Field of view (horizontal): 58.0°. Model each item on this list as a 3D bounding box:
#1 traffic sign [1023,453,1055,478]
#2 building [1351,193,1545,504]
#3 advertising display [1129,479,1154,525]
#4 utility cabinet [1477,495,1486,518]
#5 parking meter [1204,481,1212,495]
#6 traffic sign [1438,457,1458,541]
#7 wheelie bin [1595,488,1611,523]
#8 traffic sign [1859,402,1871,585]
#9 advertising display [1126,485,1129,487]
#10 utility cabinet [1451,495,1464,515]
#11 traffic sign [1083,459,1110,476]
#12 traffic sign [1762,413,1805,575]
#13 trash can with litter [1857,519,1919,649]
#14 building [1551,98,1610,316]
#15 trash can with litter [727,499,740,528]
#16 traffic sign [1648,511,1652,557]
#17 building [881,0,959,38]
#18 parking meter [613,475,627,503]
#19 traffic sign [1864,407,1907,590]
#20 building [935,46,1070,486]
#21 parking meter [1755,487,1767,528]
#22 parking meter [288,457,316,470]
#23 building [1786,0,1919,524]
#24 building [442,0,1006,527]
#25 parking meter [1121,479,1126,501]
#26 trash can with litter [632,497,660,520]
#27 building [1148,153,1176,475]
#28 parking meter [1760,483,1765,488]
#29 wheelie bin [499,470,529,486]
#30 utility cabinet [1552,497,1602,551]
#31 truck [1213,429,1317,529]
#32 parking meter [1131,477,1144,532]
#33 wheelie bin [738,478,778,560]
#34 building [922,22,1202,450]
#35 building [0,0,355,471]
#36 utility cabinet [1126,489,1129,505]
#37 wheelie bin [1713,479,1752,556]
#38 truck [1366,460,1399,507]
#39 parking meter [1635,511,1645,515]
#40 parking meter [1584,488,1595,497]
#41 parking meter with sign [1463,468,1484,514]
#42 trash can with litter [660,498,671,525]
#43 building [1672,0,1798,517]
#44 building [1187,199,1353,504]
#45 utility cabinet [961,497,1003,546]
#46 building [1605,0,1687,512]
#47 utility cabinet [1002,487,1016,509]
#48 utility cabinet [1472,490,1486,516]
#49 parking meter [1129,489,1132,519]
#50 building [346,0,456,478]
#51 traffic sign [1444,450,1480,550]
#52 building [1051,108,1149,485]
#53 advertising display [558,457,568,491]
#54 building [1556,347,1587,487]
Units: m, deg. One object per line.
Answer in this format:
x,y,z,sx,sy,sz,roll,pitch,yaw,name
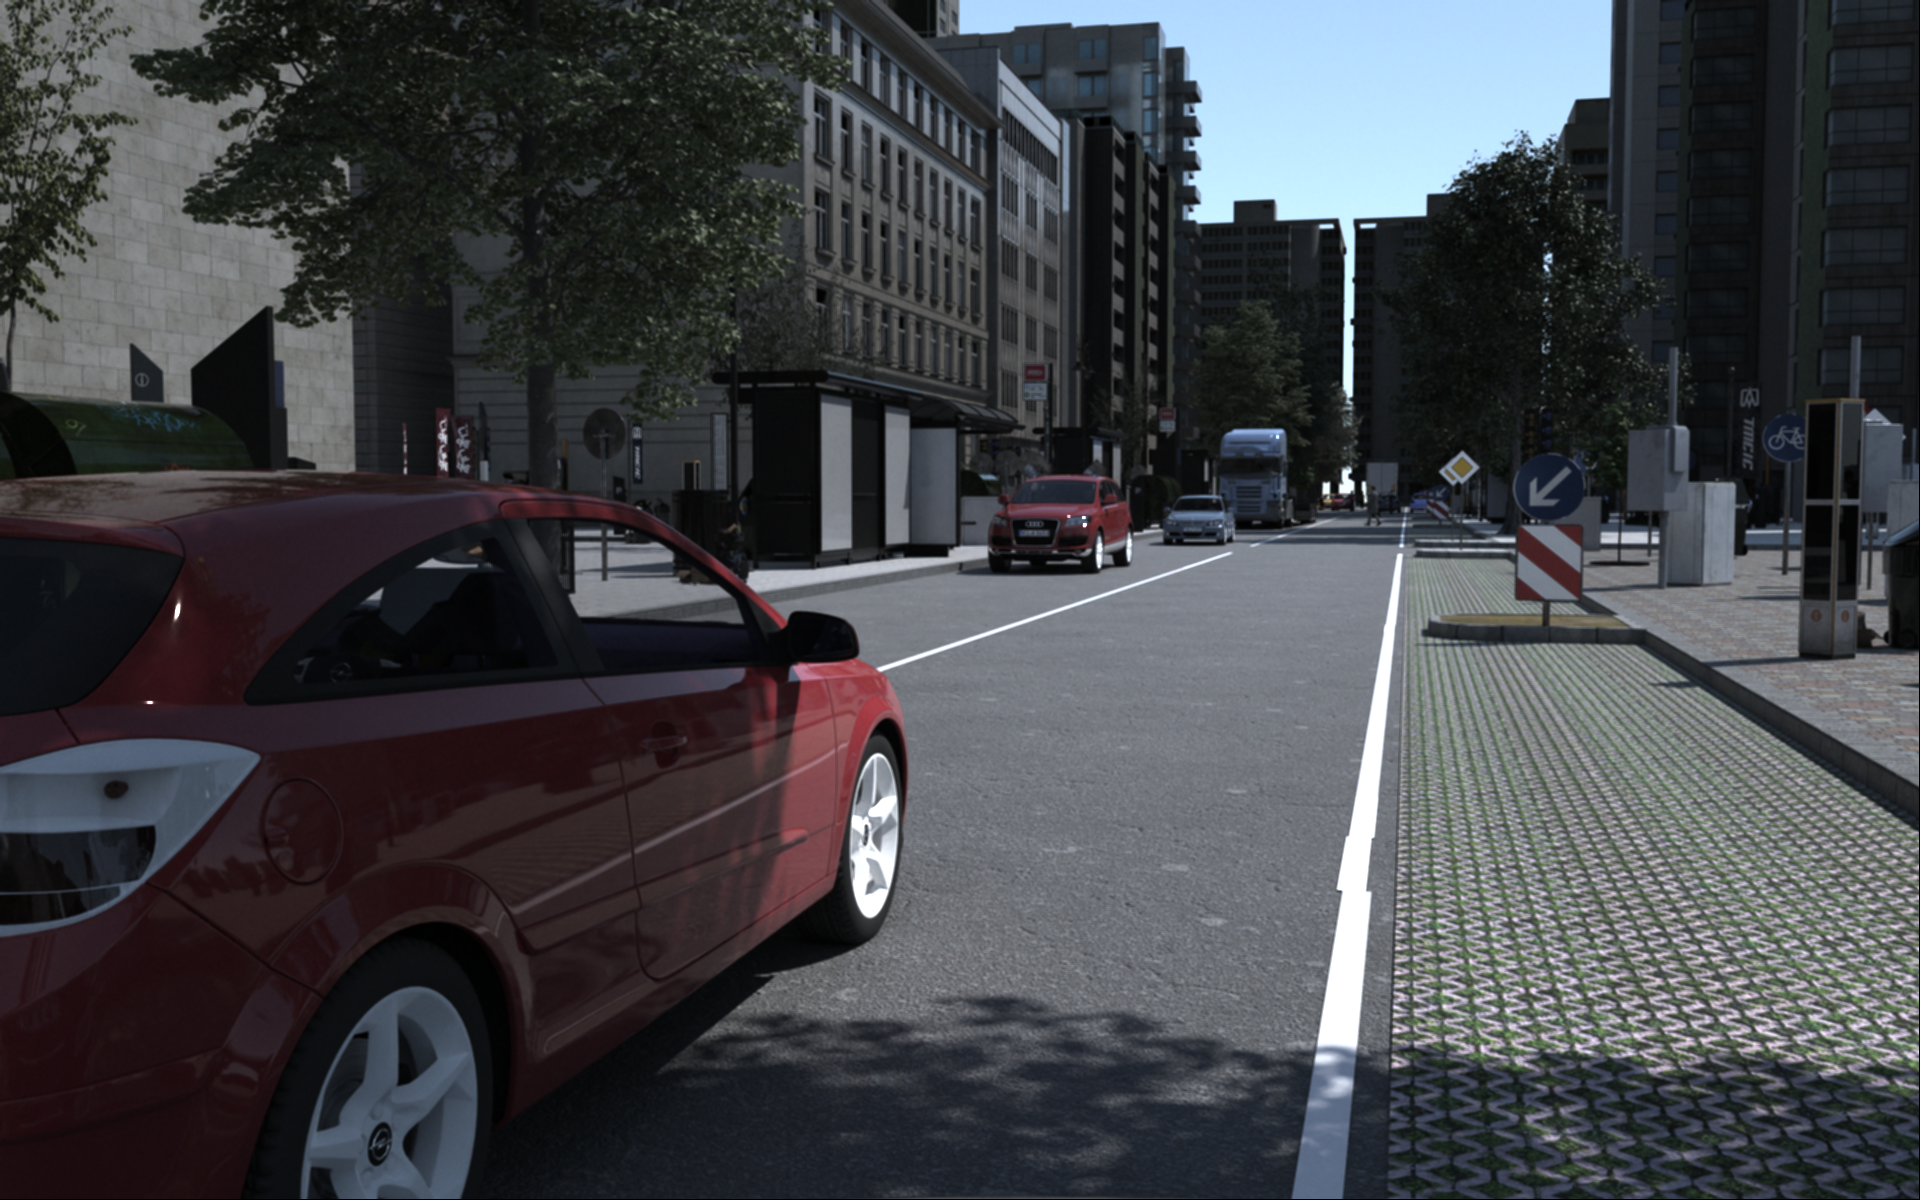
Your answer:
1.912,-2.345,41.978,0.795,2.450,0.064,1,4,14,traffic sign
63.418,-32.688,226.324,23.993,40.220,32.217,1,4,14,building
7.642,-4.099,72.226,0.974,1.923,0.123,0,4,-8,advertising display
28.537,-5.048,93.691,1.020,1.237,0.306,0,4,6,utility cabinet
11.269,-4.468,78.769,0.255,1.863,0.399,2,4,34,parking meter
13.439,-2.666,47.232,0.795,2.450,0.064,1,4,14,traffic sign
28.016,-4.154,75.818,0.693,1.594,0.980,-3,5,-40,wheelie bin
12.649,-1.487,24.318,0.884,2.594,0.081,1,4,23,traffic sign
11.841,-7.274,124.136,0.974,1.923,0.123,2,4,28,advertising display
30.727,-5.859,106.948,0.306,1.237,1.020,-1,4,-16,utility cabinet
3.913,-2.818,49.709,0.795,2.450,0.064,1,4,14,traffic sign
13.117,-1.673,27.461,0.768,2.556,0.104,1,4,20,traffic sign
7.764,-0.187,14.438,1.055,1.170,0.624,1,4,12,trash can with litter
84.361,-36.089,213.752,21.600,48.544,21.300,1,4,14,building
-7.357,-2.702,55.559,0.624,1.170,1.055,3,5,41,trash can with litter
14.085,-2.160,35.313,0.884,2.594,0.081,1,4,22,traffic sign
-12.551,-48.935,238.331,20.611,71.187,20.563,1,4,14,building
-10.673,-2.979,54.416,0.399,1.863,0.255,0,3,0,parking meter
12.186,-1.344,23.152,0.795,2.450,0.064,1,4,17,traffic sign
-1.336,-17.422,102.869,12.078,24.808,19.932,1,4,14,building
30.073,-3.464,65.041,0.372,1.533,0.369,0,3,0,parking meter
-10.465,-1.340,27.621,0.255,1.863,0.399,3,5,40,parking meter
45.399,-24.126,78.057,14.154,41.232,14.086,1,4,14,building
-9.158,-15.032,79.053,16.112,22.955,30.059,1,4,14,building
6.324,-3.786,67.619,0.255,1.863,0.399,-1,4,-13,parking meter
-8.379,-2.041,44.756,0.624,1.170,1.055,-3,5,-41,trash can with litter
10.364,-22.975,147.335,14.160,30.474,14.107,1,4,14,building
41.592,-5.128,89.558,0.399,1.863,0.255,3,5,43,parking meter
-5.774,-0.904,22.690,0.980,1.594,0.693,3,5,43,wheelie bin
13.898,-1.706,39.054,1.020,1.237,0.306,1,4,13,utility cabinet
13.927,-5.349,77.214,2.967,4.110,18.799,1,4,16,truck
5.966,-3.213,58.248,0.399,1.863,0.255,0,4,5,parking meter
-3.920,-1.579,33.722,0.693,1.594,0.980,1,4,16,wheelie bin
9.202,-34.273,179.973,30.456,49.044,23.786,1,4,14,building
-21.470,-10.781,31.028,16.860,20.320,10.420,1,4,14,building
10.541,-6.109,108.554,0.318,1.500,1.173,2,4,34,utility cabinet
16.035,-1.735,36.279,0.980,1.594,0.693,0,4,-7,wheelie bin
35.688,-9.637,146.483,2.839,4.237,11.283,1,4,14,truck
28.689,-3.953,73.039,0.372,1.533,0.369,0,3,0,parking meter
23.599,-3.457,64.931,0.372,1.533,0.369,0,3,0,parking meter
33.399,-7.181,113.676,1.738,3.016,0.543,0,4,-6,parking meter with sign
-10.206,-3.025,60.848,1.055,1.170,0.624,0,4,2,trash can with litter
48.676,-20.099,100.320,14.160,30.474,14.107,1,4,14,building
39.136,-33.014,231.657,23.993,40.220,32.217,1,4,14,building
0.551,-1.955,43.131,1.020,1.237,0.306,-1,4,-11,utility cabinet
61.586,-36.235,134.440,21.231,58.520,28.212,1,4,14,building
1.291,-2.998,57.702,1.173,1.500,0.318,-2,4,-31,utility cabinet
29.580,-5.482,98.303,1.173,1.500,0.318,-2,4,-32,utility cabinet
8.159,-4.525,82.391,0.372,1.533,0.369,0,3,0,parking meter
-33.216,-17.048,75.991,25.104,27.353,12.463,1,4,14,building
11.438,-2.193,39.501,0.795,2.450,0.064,1,4,14,traffic sign
6.224,-22.150,133.859,14.160,30.474,14.107,1,4,14,building
-7.185,-1.552,30.586,0.123,1.923,0.974,-3,4,-37,advertising display
71.412,-19.415,162.473,27.650,21.520,28.899,1,4,14,building
